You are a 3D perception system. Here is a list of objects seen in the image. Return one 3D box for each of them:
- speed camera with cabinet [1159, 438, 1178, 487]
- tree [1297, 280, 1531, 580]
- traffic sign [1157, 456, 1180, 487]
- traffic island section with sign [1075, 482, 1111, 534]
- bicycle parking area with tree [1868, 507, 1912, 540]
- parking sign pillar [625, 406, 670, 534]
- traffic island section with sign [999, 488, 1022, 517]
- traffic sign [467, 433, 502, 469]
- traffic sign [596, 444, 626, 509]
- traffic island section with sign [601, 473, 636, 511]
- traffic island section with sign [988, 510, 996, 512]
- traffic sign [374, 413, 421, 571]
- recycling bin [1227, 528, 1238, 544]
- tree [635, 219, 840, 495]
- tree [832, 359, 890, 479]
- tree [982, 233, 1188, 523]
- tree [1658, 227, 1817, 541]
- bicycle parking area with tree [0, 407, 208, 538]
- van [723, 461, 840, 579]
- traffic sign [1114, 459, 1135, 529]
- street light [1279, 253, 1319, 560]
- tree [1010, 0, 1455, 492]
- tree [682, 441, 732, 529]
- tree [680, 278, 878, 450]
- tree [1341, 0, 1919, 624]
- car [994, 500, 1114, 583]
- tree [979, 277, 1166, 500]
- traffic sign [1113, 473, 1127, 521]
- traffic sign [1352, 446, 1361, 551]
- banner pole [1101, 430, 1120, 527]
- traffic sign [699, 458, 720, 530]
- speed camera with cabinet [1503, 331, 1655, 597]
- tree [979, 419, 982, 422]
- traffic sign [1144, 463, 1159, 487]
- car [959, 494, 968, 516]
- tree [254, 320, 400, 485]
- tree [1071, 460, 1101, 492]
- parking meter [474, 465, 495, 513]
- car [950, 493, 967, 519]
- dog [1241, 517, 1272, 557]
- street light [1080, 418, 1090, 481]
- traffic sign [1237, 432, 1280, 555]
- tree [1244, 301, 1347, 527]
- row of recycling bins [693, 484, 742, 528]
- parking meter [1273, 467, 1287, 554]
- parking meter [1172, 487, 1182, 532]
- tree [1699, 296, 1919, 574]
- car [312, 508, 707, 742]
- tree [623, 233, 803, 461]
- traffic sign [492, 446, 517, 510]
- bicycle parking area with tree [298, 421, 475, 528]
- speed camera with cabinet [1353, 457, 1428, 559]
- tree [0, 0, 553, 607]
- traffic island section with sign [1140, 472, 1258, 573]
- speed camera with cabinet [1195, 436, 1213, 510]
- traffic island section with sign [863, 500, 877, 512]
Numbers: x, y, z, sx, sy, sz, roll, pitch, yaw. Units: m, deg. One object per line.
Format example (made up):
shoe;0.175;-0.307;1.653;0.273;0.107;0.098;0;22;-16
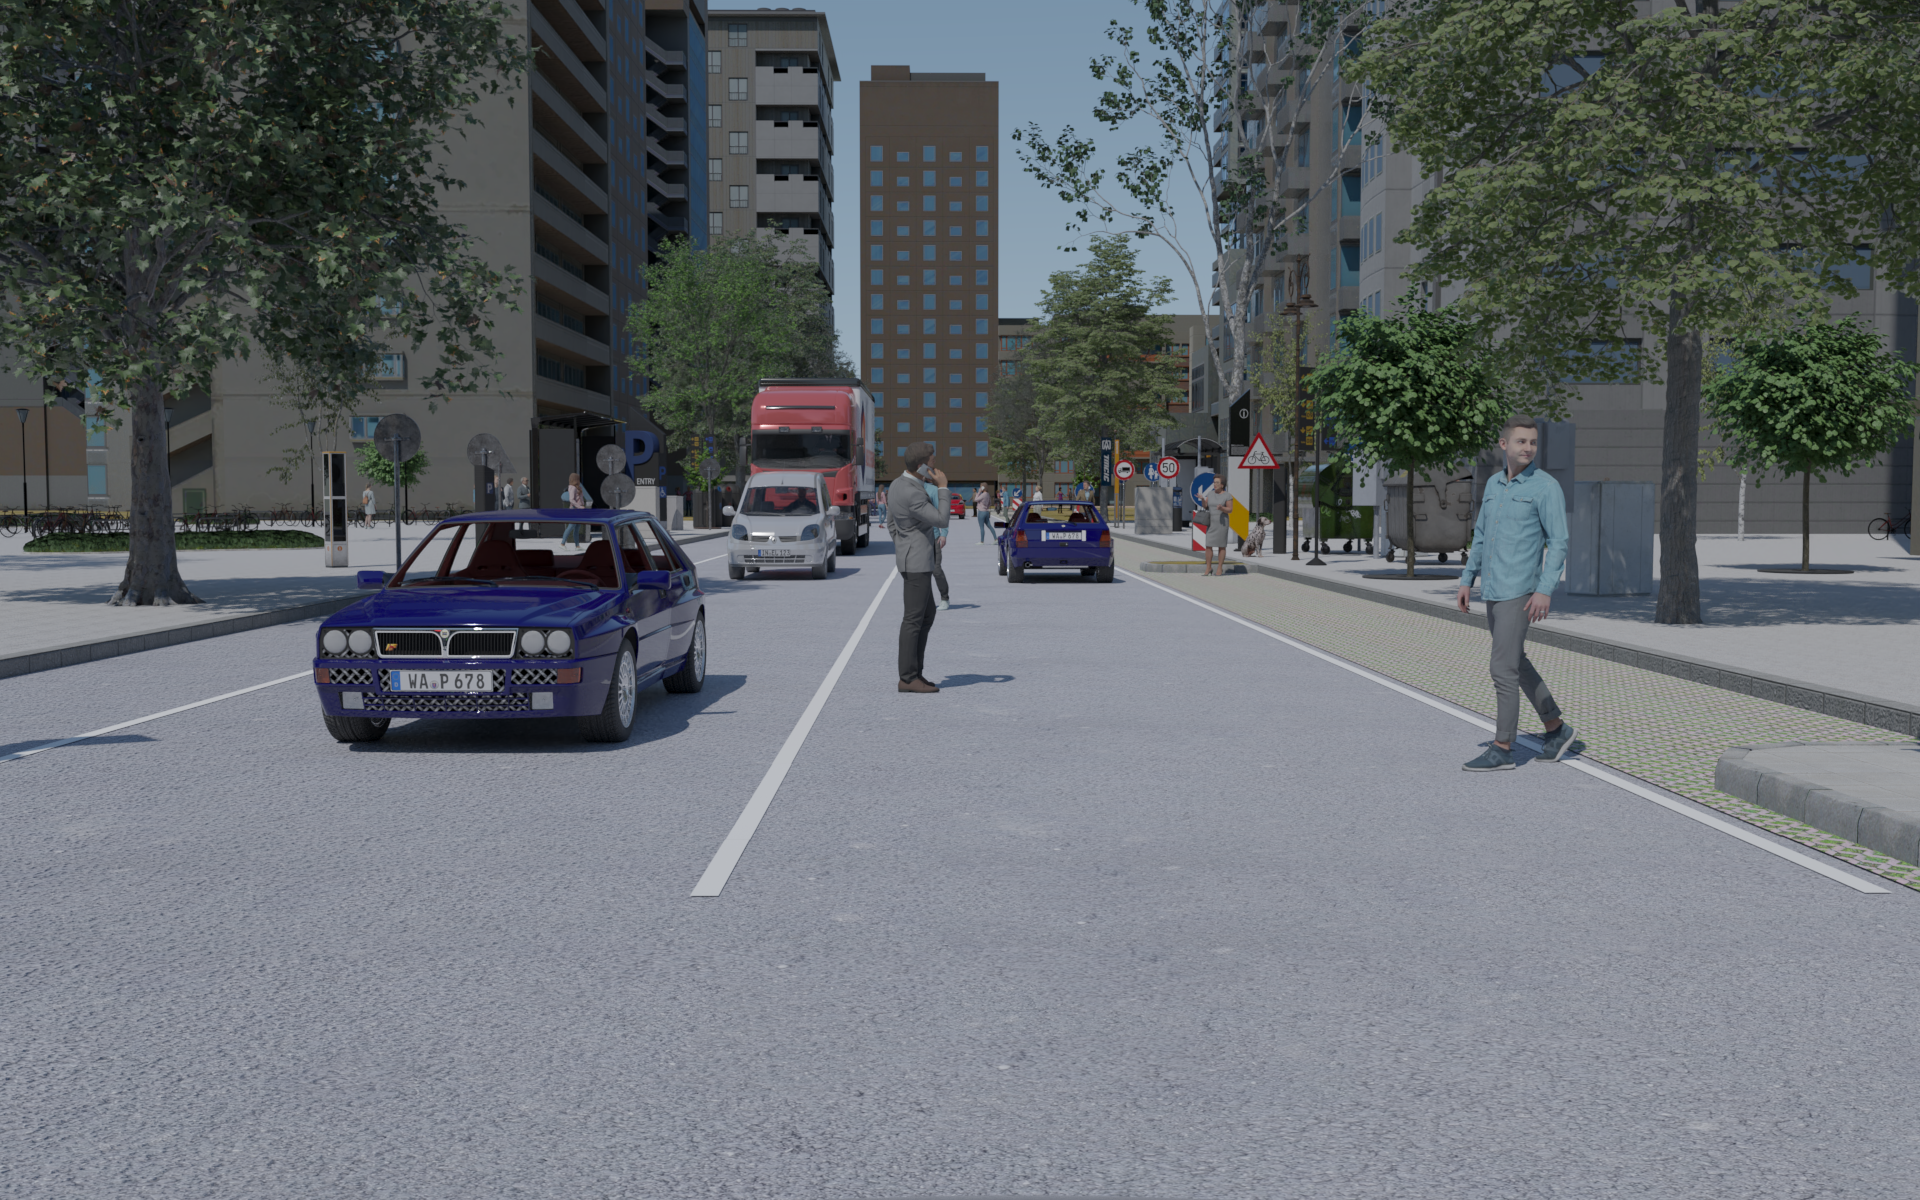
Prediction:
speed camera with cabinet;7.294;-4.045;60.478;0.660;3.252;2.038;0;4;6
tree;6.864;-2.609;26.376;4.285;4.588;4.351;0;3;0
traffic sign;7.035;-3.571;58.485;0.768;2.556;0.104;0;4;6
traffic island section with sign;4.078;-3.084;59.057;1.989;1.847;2.006;0;4;-1
bicycle parking area with tree;29.476;-3.549;45.022;9.016;4.147;8.231;0;4;4
parking sign pillar;-9.620;-3.947;52.998;1.447;3.967;1.447;2;4;28
traffic island section with sign;3.493;-6.201;110.011;1.989;1.847;2.006;0;4;-1
traffic sign;-9.949;-2.210;36.236;0.768;2.556;0.104;0;4;7
traffic sign;-8.951;-2.712;44.443;0.768;2.556;0.104;0;4;3
traffic island section with sign;-6.342;-1.429;31.992;1.989;1.847;2.006;0;4;-1
traffic island section with sign;3.184;-7.849;136.964;1.989;1.847;2.006;0;4;-1
traffic sign;-8.897;-1.669;27.391;0.768;2.556;0.104;0;4;4
recycling bin;6.875;-1.989;45.078;0.722;1.027;0.722;2;4;27
tree;-10.408;-10.658;80.906;9.857;13.997;8.962;0;3;0
tree;-10.618;-13.913;144.486;9.611;12.733;9.660;0;3;0
tree;6.251;-9.626;75.513;7.486;12.596;7.792;0;3;0
tree;21.366;-5.928;47.290;4.737;8.622;4.395;0;3;0
bicycle parking area with tree;-28.788;-4.342;57.997;8.231;4.147;9.016;1;4;20
van;-3.083;-1.431;30.412;2.013;2.044;4.112;0;4;-1
traffic sign;6.040;-3.894;63.772;0.768;2.556;0.104;0;4;4
street light;6.507;-3.708;33.419;0.468;5.910;1.993;0;4;-1
tree;7.795;-11.725;47.590;12.611;20.169;13.585;0;3;0
tree;-9.409;-4.214;63.502;1.663;3.219;1.824;0;3;0
tree;-10.077;-11.329;95.605;12.009;13.543;11.850;0;3;0
tree;7.288;-6.015;16.465;7.486;12.596;7.792;0;3;0
car;1.572;-1.021;29.272;1.945;1.354;3.894;0;4;-2
tree;6.566;-11.455;97.652;12.009;13.543;11.850;0;3;0
traffic sign;7.618;-5.002;81.891;0.768;2.556;0.104;0;4;4
traffic sign;8.941;-2.362;38.726;0.768;2.556;0.104;0;4;2
banner pole;5.818;-4.720;67.196;0.863;3.779;0.401;-2;4;-24
traffic sign;-8.894;-3.758;61.553;0.768;2.556;0.104;0;4;3
speed camera with cabinet;7.738;-1.669;21.622;2.038;3.252;0.660;-2;4;-26
tree;5.478;-14.030;147.512;7.486;12.596;7.792;0;3;0
traffic sign;7.822;-4.283;70.129;0.768;2.556;0.104;0;4;4
car;-0.502;-6.258;112.539;2.015;1.641;3.980;0;4;-1
tree;-16.790;-5.842;45.886;4.360;8.622;3.978;0;3;0
tree;6.226;-5.792;89.303;1.663;3.219;1.824;0;3;0
parking meter;-9.613;-1.795;35.065;0.255;1.863;0.399;1;4;19
car;-0.677;-5.514;99.202;2.155;1.783;4.494;0;4;-3
dog;5.977;-1.281;35.325;0.513;0.831;0.800;-1;4;-10
street light;5.894;-6.677;81.952;0.468;5.910;1.993;0;4;-1
traffic sign;6.286;-2.234;36.524;0.884;2.594;0.081;0;4;3
tree;12.985;-7.102;66.475;4.737;8.622;4.395;0;3;0
row of recycling bins;-9.479;-3.690;67.449;1.069;1.692;3.534;1;4;15
parking meter;6.868;-1.923;37.155;0.255;1.863;0.399;1;4;17
parking meter;7.383;-3.094;58.993;0.372;1.533;0.369;0;3;0
tree;13.862;-2.729;28.335;4.285;4.588;4.351;0;3;0
car;-2.751;0.082;11.235;1.945;1.354;3.894;0;4;1
tree;-9.966;-8.818;69.937;9.928;11.665;9.643;0;3;0
traffic sign;-11.863;-2.731;44.655;0.884;2.594;0.081;0;4;6
bicycle parking area with tree;-24.074;-5.066;69.826;9.016;4.147;8.231;3;4;38
speed camera with cabinet;8.691;-2.479;34.866;2.038;3.252;0.660;-3;5;-45
tree;-9.539;-6.295;19.939;9.611;12.733;9.660;0;3;0
traffic island section with sign;4.380;-1.436;32.104;1.989;1.847;2.006;0;4;-1
speed camera with cabinet;8.300;-3.909;58.255;0.660;3.252;2.038;0;4;2
traffic island section with sign;-7.533;-7.824;136.547;1.989;1.847;2.006;0;4;-1
